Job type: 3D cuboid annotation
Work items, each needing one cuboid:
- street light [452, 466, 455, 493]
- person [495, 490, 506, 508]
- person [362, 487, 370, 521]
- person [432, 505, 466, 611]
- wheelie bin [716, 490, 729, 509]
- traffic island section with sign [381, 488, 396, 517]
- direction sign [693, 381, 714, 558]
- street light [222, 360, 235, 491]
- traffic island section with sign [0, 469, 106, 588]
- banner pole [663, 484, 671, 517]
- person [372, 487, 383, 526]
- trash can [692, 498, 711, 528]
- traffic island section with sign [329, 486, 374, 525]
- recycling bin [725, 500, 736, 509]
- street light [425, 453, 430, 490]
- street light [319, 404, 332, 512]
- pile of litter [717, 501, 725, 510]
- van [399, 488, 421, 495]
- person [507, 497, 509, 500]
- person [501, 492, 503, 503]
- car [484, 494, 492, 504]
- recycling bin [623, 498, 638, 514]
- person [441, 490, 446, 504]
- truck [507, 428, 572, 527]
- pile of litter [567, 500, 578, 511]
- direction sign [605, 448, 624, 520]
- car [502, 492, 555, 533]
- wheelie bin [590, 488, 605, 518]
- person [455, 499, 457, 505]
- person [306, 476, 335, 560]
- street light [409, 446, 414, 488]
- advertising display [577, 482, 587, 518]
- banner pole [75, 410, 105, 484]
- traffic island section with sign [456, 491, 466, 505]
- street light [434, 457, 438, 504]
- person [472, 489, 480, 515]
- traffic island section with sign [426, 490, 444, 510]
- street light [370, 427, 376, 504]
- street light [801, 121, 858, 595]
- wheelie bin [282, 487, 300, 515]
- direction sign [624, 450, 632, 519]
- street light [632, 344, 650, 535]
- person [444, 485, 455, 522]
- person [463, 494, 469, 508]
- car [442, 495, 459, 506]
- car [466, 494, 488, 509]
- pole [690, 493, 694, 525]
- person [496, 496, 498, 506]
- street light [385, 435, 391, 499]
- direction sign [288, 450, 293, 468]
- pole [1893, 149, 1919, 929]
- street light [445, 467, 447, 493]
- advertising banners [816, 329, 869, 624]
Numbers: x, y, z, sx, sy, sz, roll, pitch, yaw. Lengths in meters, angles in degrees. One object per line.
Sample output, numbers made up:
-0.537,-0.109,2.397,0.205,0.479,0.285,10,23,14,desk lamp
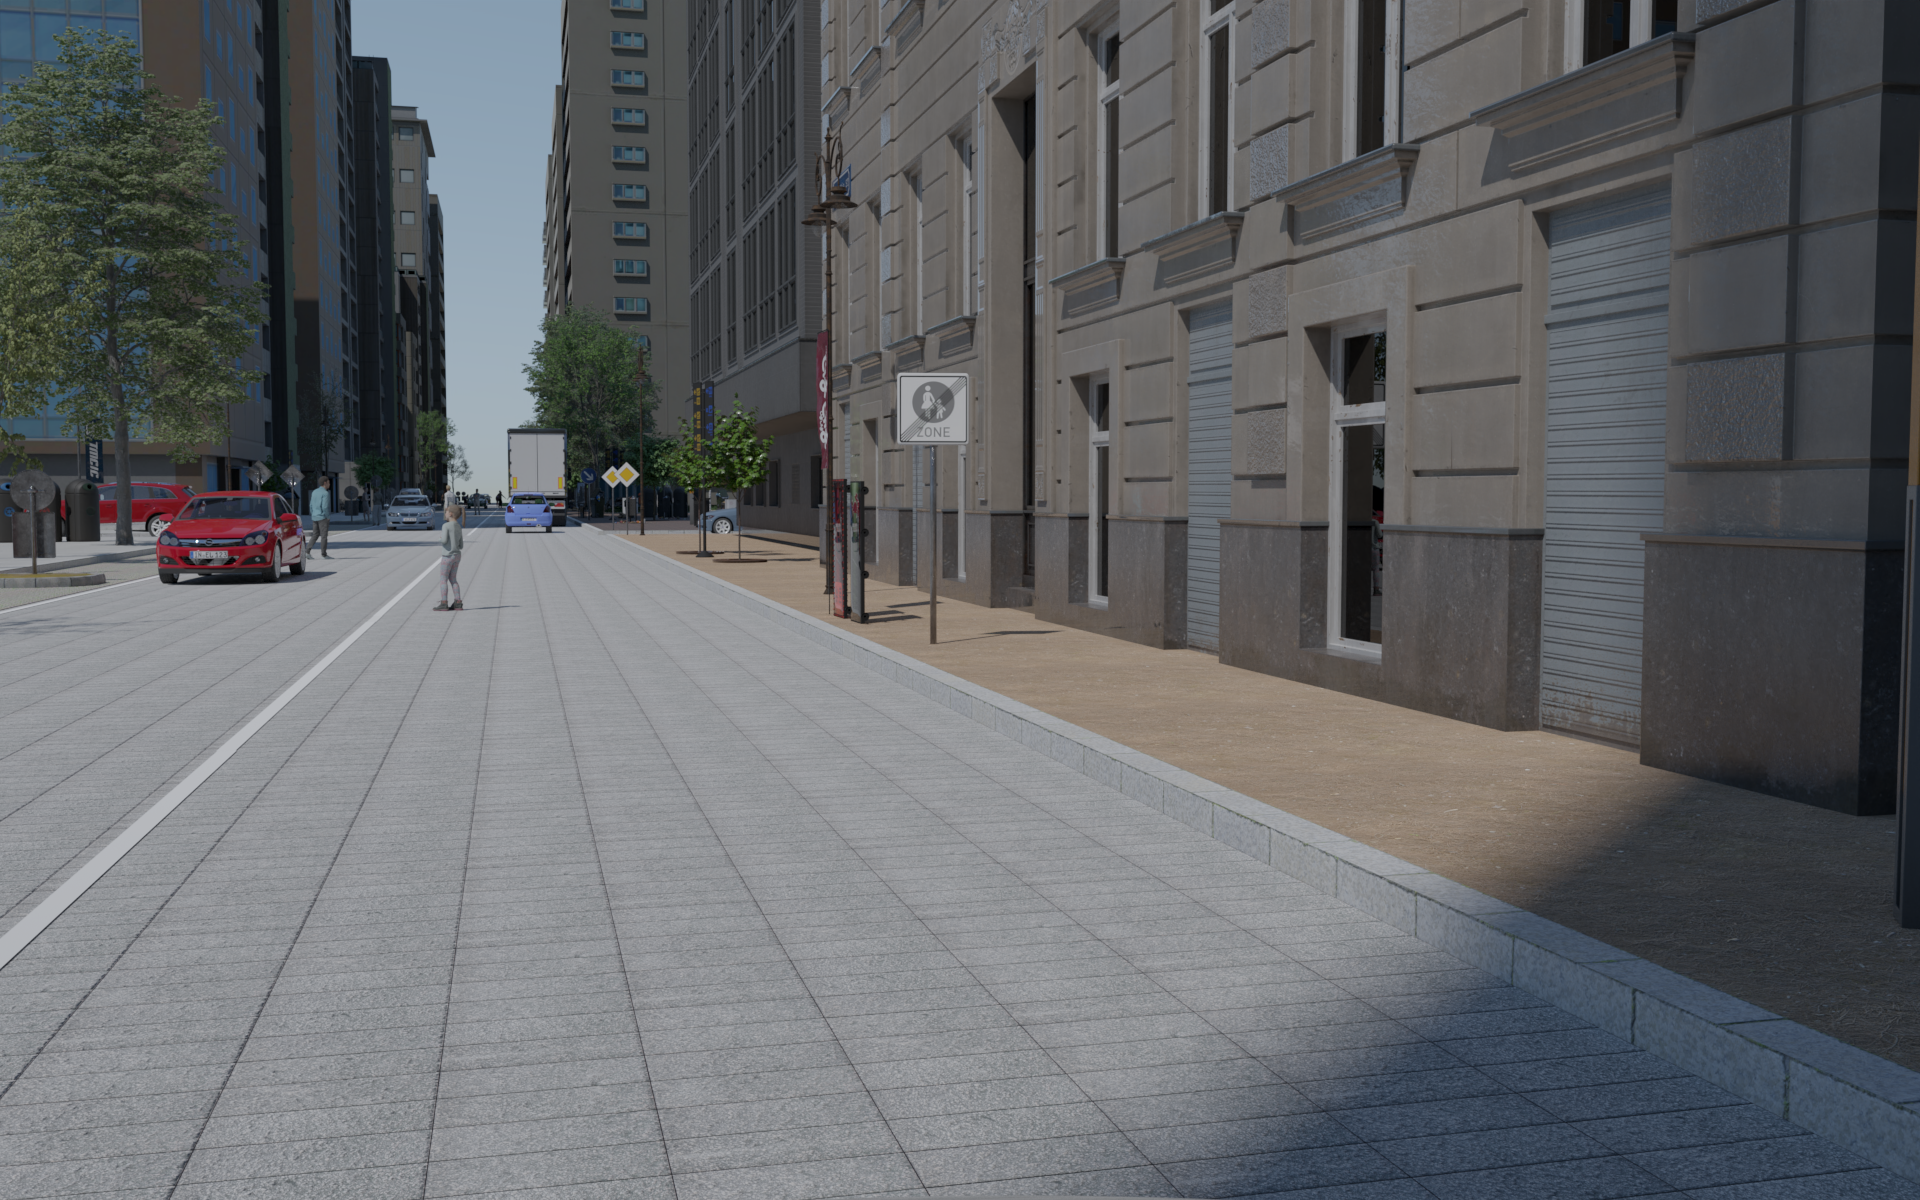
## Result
-80.081,-18.416,273.880,0.468,5.910,1.993,-1,4,-14,street light
-46.749,-10.252,176.129,1.348,1.823,0.705,2,4,24,person
-29.019,-4.642,84.736,0.374,1.781,0.599,-3,4,-39,person
-6.276,-0.518,21.250,0.394,1.301,0.425,0,4,3,person
-16.885,-7.023,122.739,0.980,1.594,0.693,-3,5,-43,wheelie bin
-35.270,-6.051,107.555,1.989,1.847,2.006,-1,4,-14,traffic island section with sign
-5.173,-2.631,35.008,0.379,3.537,0.876,-2,4,-35,direction sign
-24.882,-5.270,58.950,0.468,5.910,1.993,-1,4,-14,street light
-14.565,-1.128,27.070,1.989,1.847,2.006,-1,4,-14,traffic island section with sign
-15.547,-6.217,91.670,0.401,3.779,0.863,2,4,25,banner pole
-26.274,-4.220,78.041,0.362,1.759,0.519,3,5,40,person
-9.907,-3.351,66.436,0.748,1.137,0.748,0,3,0,trash can
-28.476,-4.437,81.178,1.989,1.847,2.006,-1,4,-14,traffic island section with sign
-10.485,-4.145,80.324,0.722,1.027,0.722,-1,4,-18,recycling bin
-59.802,-13.573,194.703,0.468,5.910,1.993,-1,4,-14,street light
-32.569,-7.111,89.045,0.468,5.910,1.993,-1,4,-14,street light
-14.593,-5.682,106.872,1.719,0.858,1.176,2,4,27,pile of litter
-38.814,-7.048,122.238,2.013,2.044,4.112,-1,4,-15,van
-40.814,-9.143,157.979,0.705,1.826,1.348,1,4,23,person
-53.563,-11.787,202.153,0.436,1.711,0.756,-1,4,-21,person
-66.859,-14.271,243.557,2.015,1.641,3.980,-1,4,-15,car
-20.961,-5.966,110.102,0.722,1.027,0.722,1,4,17,recycling bin
-41.383,-7.967,139.475,1.217,1.735,0.721,3,4,37,person
-19.267,-5.536,79.425,2.839,4.237,11.283,-1,4,-13,truck
-29.659,-7.239,132.326,1.719,0.858,1.176,1,4,11,pile of litter
-17.223,-5.732,85.721,0.876,3.537,0.379,2,4,34,direction sign
-16.089,-3.364,64.588,1.945,1.707,3.694,-1,4,-14,car
-19.617,-5.253,93.789,0.693,1.594,0.980,-3,4,-37,wheelie bin
-23.109,-4.147,78.902,0.503,1.515,0.523,-3,5,-41,person
-14.047,-1.796,37.887,0.660,1.820,0.620,2,4,33,person
-51.857,-11.699,164.061,0.468,5.910,1.993,-1,4,-14,street light
-20.122,-5.322,92.236,0.123,1.923,0.974,-3,4,-38,advertising display
-25.289,-3.684,50.254,0.863,3.779,0.401,-2,4,-31,banner pole
-74.889,-15.476,261.653,1.989,1.847,2.006,-1,4,-14,traffic island section with sign
-64.638,-14.726,213.550,0.468,5.910,1.993,-1,4,-14,street light
-32.344,-6.554,115.833,0.511,1.800,0.466,0,4,-6,person
-47.736,-9.017,156.061,1.989,1.847,2.006,-1,4,-14,traffic island section with sign
-40.348,-8.950,119.117,0.468,5.910,1.993,-1,4,-14,street light
-1.661,-3.010,21.994,0.468,5.910,1.993,-1,4,-14,street light
-30.628,-4.363,79.243,0.693,1.594,0.980,-3,5,-40,wheelie bin
-17.326,-5.991,89.944,0.876,3.537,0.379,2,4,34,direction sign
-9.861,-4.943,53.601,0.468,5.910,1.993,-1,4,-14,street light
-20.896,-3.808,70.981,0.478,1.798,0.641,-2,4,-32,person
-49.386,-9.883,173.313,0.697,1.427,0.421,3,4,39,person
-58.089,-11.327,197.194,2.014,1.417,4.499,-1,4,-13,car
-46.733,-9.535,167.695,2.131,1.459,4.920,-1,4,-13,car
-11.233,-4.809,72.468,0.158,3.312,0.155,0,3,0,pole
-52.838,-11.386,197.886,0.421,1.427,0.697,0,4,0,person
-43.960,-9.819,133.335,0.468,5.910,1.993,-1,4,-14,street light
-34.204,-5.907,88.570,0.379,3.537,0.876,0,4,-8,direction sign
2.882,-0.686,5.064,0.158,3.312,0.155,0,3,0,pole
-72.326,-16.576,243.803,0.468,5.910,1.993,-1,4,-14,street light
-1.236,-1.328,17.897,0.090,3.025,2.074,-1,4,-17,advertising banners
